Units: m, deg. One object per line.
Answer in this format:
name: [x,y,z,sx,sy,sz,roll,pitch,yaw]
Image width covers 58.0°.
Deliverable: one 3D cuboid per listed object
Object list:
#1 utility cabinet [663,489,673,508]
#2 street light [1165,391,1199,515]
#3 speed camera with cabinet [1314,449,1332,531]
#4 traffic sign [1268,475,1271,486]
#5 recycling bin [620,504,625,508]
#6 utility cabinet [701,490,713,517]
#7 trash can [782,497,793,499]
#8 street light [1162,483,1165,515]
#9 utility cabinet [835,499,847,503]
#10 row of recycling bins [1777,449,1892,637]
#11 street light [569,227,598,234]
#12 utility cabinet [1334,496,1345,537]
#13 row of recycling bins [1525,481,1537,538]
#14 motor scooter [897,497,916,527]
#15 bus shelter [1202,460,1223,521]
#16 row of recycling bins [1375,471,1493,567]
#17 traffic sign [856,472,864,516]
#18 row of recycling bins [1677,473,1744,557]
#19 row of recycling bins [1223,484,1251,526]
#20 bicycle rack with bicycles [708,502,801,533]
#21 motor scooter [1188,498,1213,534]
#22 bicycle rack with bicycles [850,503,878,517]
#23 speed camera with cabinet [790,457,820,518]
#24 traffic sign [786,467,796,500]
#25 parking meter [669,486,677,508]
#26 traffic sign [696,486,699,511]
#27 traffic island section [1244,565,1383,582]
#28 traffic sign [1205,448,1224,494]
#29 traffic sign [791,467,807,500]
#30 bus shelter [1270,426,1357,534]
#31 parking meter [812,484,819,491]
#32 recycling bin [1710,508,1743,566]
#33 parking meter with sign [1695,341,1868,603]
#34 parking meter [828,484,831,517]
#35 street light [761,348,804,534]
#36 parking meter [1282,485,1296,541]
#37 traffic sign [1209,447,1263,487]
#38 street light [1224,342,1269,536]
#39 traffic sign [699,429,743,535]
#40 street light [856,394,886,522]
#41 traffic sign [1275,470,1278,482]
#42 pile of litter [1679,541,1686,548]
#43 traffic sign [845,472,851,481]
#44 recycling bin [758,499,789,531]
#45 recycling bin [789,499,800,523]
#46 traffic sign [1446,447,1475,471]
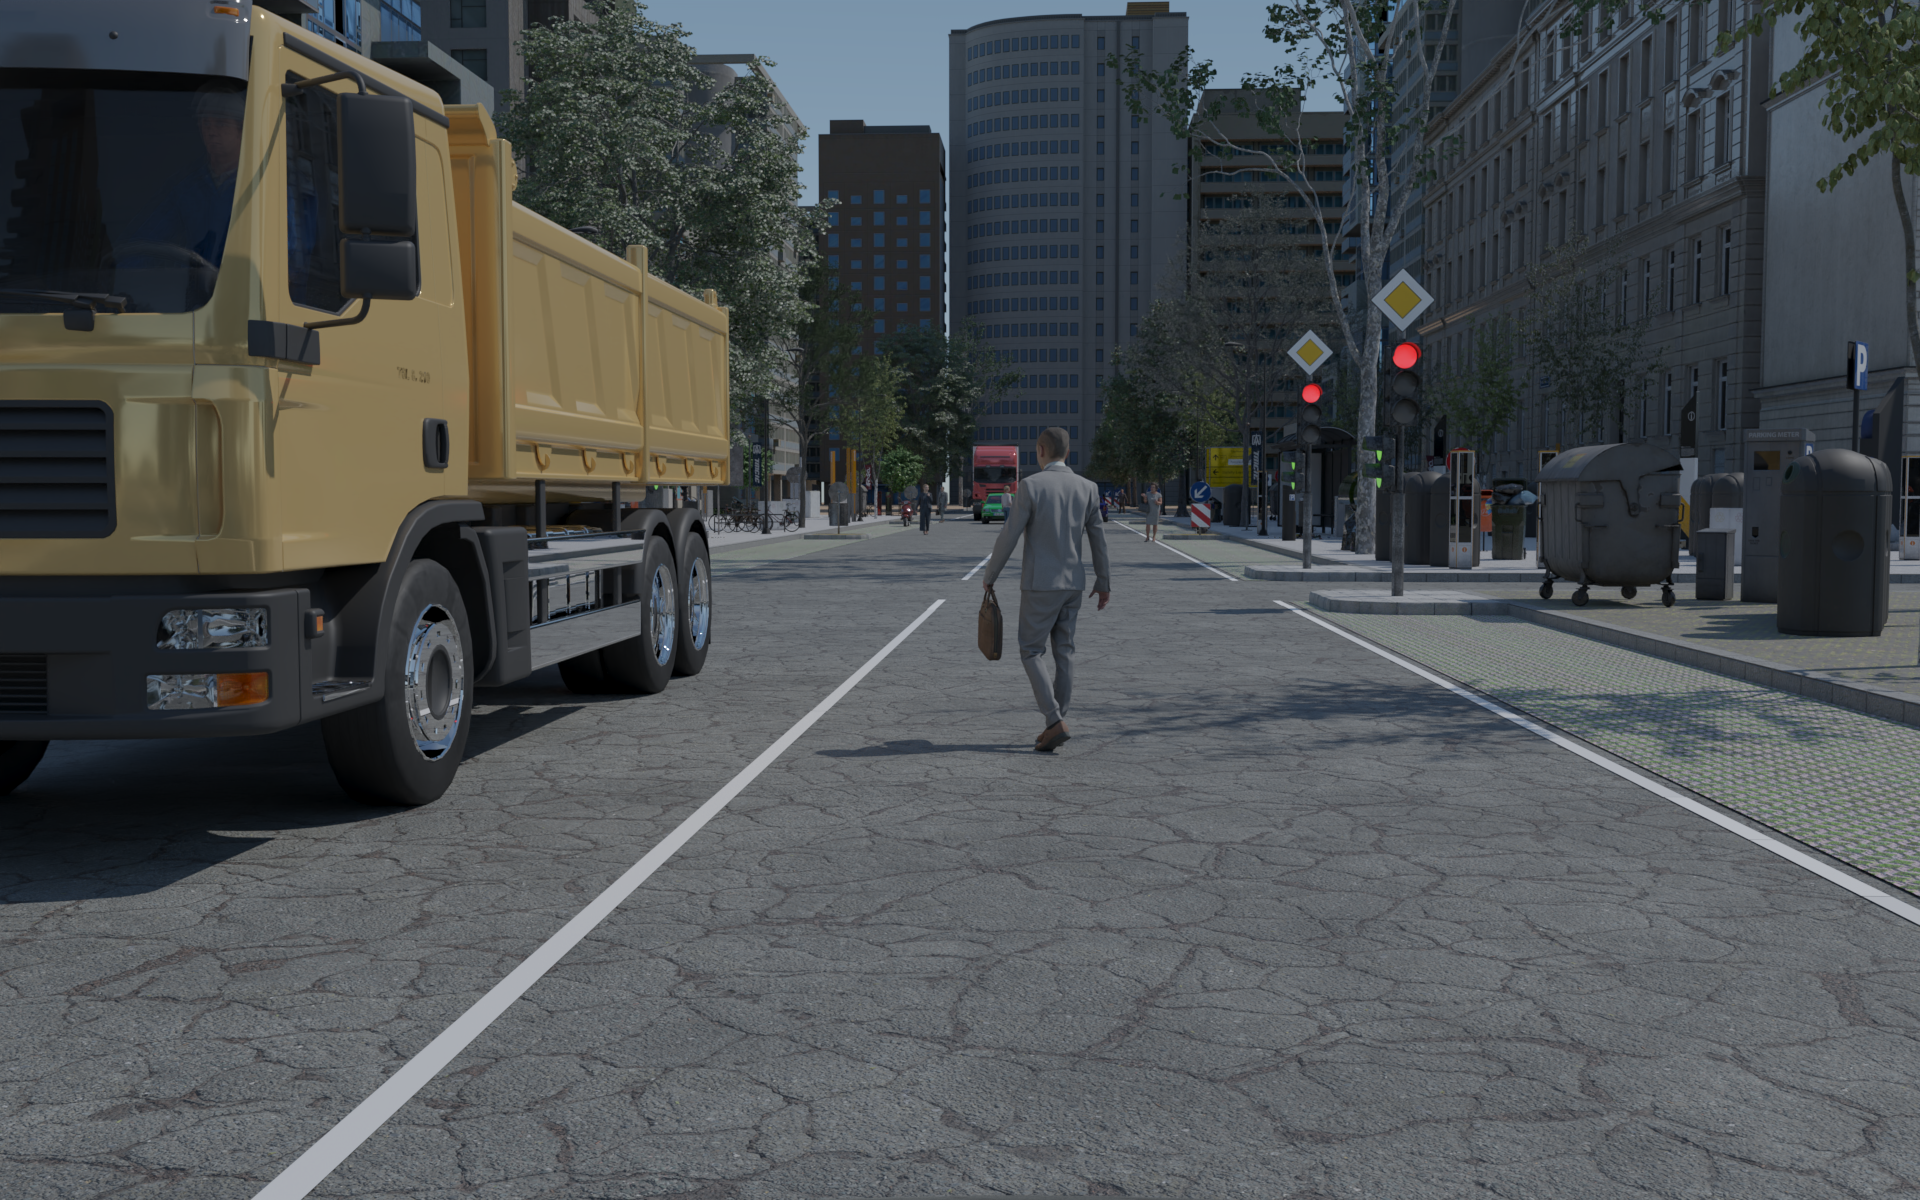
utility cabinet: [-12.438,-3.844,71.533,1.173,1.500,0.318,2,4,24]
street light: [10.188,-6.467,78.274,1.470,5.913,1.316,0,4,3]
speed camera with cabinet: [12.285,-4.008,59.869,2.038,3.252,0.660,-1,4,-10]
traffic sign: [15.800,-5.351,89.615,0.606,2.300,0.079,0,4,6]
recycling bin: [-8.783,-1.854,42.871,0.722,1.027,0.722,3,4,38]
utility cabinet: [-13.972,-5.326,95.765,0.318,1.500,1.173,-2,4,-26]
trash can: [-9.678,-5.247,97.446,0.748,1.137,0.748,0,3,0]
street light: [11.737,-8.040,103.999,1.470,5.913,1.316,0,4,3]
utility cabinet: [-5.947,-4.660,87.357,0.306,1.237,1.020,2,4,32]
row of recycling bins: [8.621,-0.608,17.052,1.069,1.692,3.534,2,4,26]
street light: [-6.986,-3.531,30.270,1.470,5.913,1.316,0,4,3]
utility cabinet: [11.629,-2.454,51.283,1.020,1.237,0.306,0,4,-3]
row of recycling bins: [17.047,-2.719,51.564,1.069,1.692,3.534,-2,4,-23]
motor scooter: [-2.337,-3.866,75.980,0.815,1.314,1.986,0,4,2]
bus shelter: [12.506,-5.315,80.816,2.014,3.302,5.546,0,4,3]
row of recycling bins: [8.565,-1.519,31.950,1.069,1.692,3.534,0,4,-6]
traffic sign: [-5.888,-6.052,99.061,0.768,2.556,0.104,1,4,12]
row of recycling bins: [15.235,-1.683,34.628,1.069,1.692,3.534,1,4,15]
row of recycling bins: [11.492,-3.968,71.996,1.069,1.692,3.534,1,4,15]
bicycle rack with bicycles: [-7.105,-2.718,57.815,2.925,0.926,2.852,1,4,18]
motor scooter: [7.912,-2.699,56.902,0.815,1.314,1.986,0,4,2]
bicycle rack with bicycles: [-6.053,-5.146,97.524,2.925,0.926,2.852,-1,4,-13]
speed camera with cabinet: [-8.340,-6.053,93.299,0.660,3.252,2.038,2,4,29]
traffic sign: [-7.800,-4.965,81.283,0.768,2.556,0.104,1,4,9]
parking meter: [-16.755,-5.841,101.208,0.399,1.863,0.255,1,4,22]
traffic sign: [-7.902,-3.185,52.174,0.768,2.556,0.104,1,4,11]
traffic island section: [5.984,-0.458,29.765,2.009,0.180,2.903,0,4,3]
traffic sign: [11.855,-5.004,75.686,2.265,3.308,0.079,0,4,6]
traffic sign: [-7.525,-4.953,81.083,0.768,2.556,0.104,0,4,5]
bus shelter: [11.091,-3.697,54.374,2.014,3.302,5.546,0,4,3]
parking meter: [-8.046,-5.553,96.496,0.399,1.863,0.255,-1,4,-9]
recycling bin: [13.954,-1.136,31.132,0.722,1.027,0.722,3,5,43]
parking meter with sign: [9.662,-1.480,20.465,1.738,3.016,0.543,3,5,41]
parking meter: [-7.088,-5.481,95.317,0.255,1.863,0.399,1,4,17]
street light: [-5.657,-5.055,55.185,1.470,5.913,1.316,0,4,3]
parking meter: [9.025,-2.391,47.496,0.372,1.533,0.369,0,3,0]
traffic sign: [11.838,-4.924,74.375,2.265,3.308,0.079,0,4,4]
street light: [8.790,-4.930,53.151,1.470,5.913,1.316,0,4,3]
traffic sign: [-7.926,-3.716,54.628,2.265,3.308,0.079,1,4,12]
street light: [-4.125,-6.611,80.626,1.470,5.913,1.316,0,4,3]
traffic sign: [16.072,-5.277,86.392,0.768,2.556,0.104,0,4,4]
pile of litter: [17.048,-1.702,41.801,1.176,0.858,1.719,3,4,37]
traffic sign: [-6.381,-6.189,101.301,0.768,2.556,0.104,1,4,11]
recycling bin: [-6.661,-2.983,61.328,0.722,1.027,0.722,-3,5,-41]
recycling bin: [-7.434,-3.994,77.857,0.722,1.027,0.722,0,4,8]
traffic sign: [13.643,-2.885,47.275,0.768,2.556,0.104,1,4,11]
